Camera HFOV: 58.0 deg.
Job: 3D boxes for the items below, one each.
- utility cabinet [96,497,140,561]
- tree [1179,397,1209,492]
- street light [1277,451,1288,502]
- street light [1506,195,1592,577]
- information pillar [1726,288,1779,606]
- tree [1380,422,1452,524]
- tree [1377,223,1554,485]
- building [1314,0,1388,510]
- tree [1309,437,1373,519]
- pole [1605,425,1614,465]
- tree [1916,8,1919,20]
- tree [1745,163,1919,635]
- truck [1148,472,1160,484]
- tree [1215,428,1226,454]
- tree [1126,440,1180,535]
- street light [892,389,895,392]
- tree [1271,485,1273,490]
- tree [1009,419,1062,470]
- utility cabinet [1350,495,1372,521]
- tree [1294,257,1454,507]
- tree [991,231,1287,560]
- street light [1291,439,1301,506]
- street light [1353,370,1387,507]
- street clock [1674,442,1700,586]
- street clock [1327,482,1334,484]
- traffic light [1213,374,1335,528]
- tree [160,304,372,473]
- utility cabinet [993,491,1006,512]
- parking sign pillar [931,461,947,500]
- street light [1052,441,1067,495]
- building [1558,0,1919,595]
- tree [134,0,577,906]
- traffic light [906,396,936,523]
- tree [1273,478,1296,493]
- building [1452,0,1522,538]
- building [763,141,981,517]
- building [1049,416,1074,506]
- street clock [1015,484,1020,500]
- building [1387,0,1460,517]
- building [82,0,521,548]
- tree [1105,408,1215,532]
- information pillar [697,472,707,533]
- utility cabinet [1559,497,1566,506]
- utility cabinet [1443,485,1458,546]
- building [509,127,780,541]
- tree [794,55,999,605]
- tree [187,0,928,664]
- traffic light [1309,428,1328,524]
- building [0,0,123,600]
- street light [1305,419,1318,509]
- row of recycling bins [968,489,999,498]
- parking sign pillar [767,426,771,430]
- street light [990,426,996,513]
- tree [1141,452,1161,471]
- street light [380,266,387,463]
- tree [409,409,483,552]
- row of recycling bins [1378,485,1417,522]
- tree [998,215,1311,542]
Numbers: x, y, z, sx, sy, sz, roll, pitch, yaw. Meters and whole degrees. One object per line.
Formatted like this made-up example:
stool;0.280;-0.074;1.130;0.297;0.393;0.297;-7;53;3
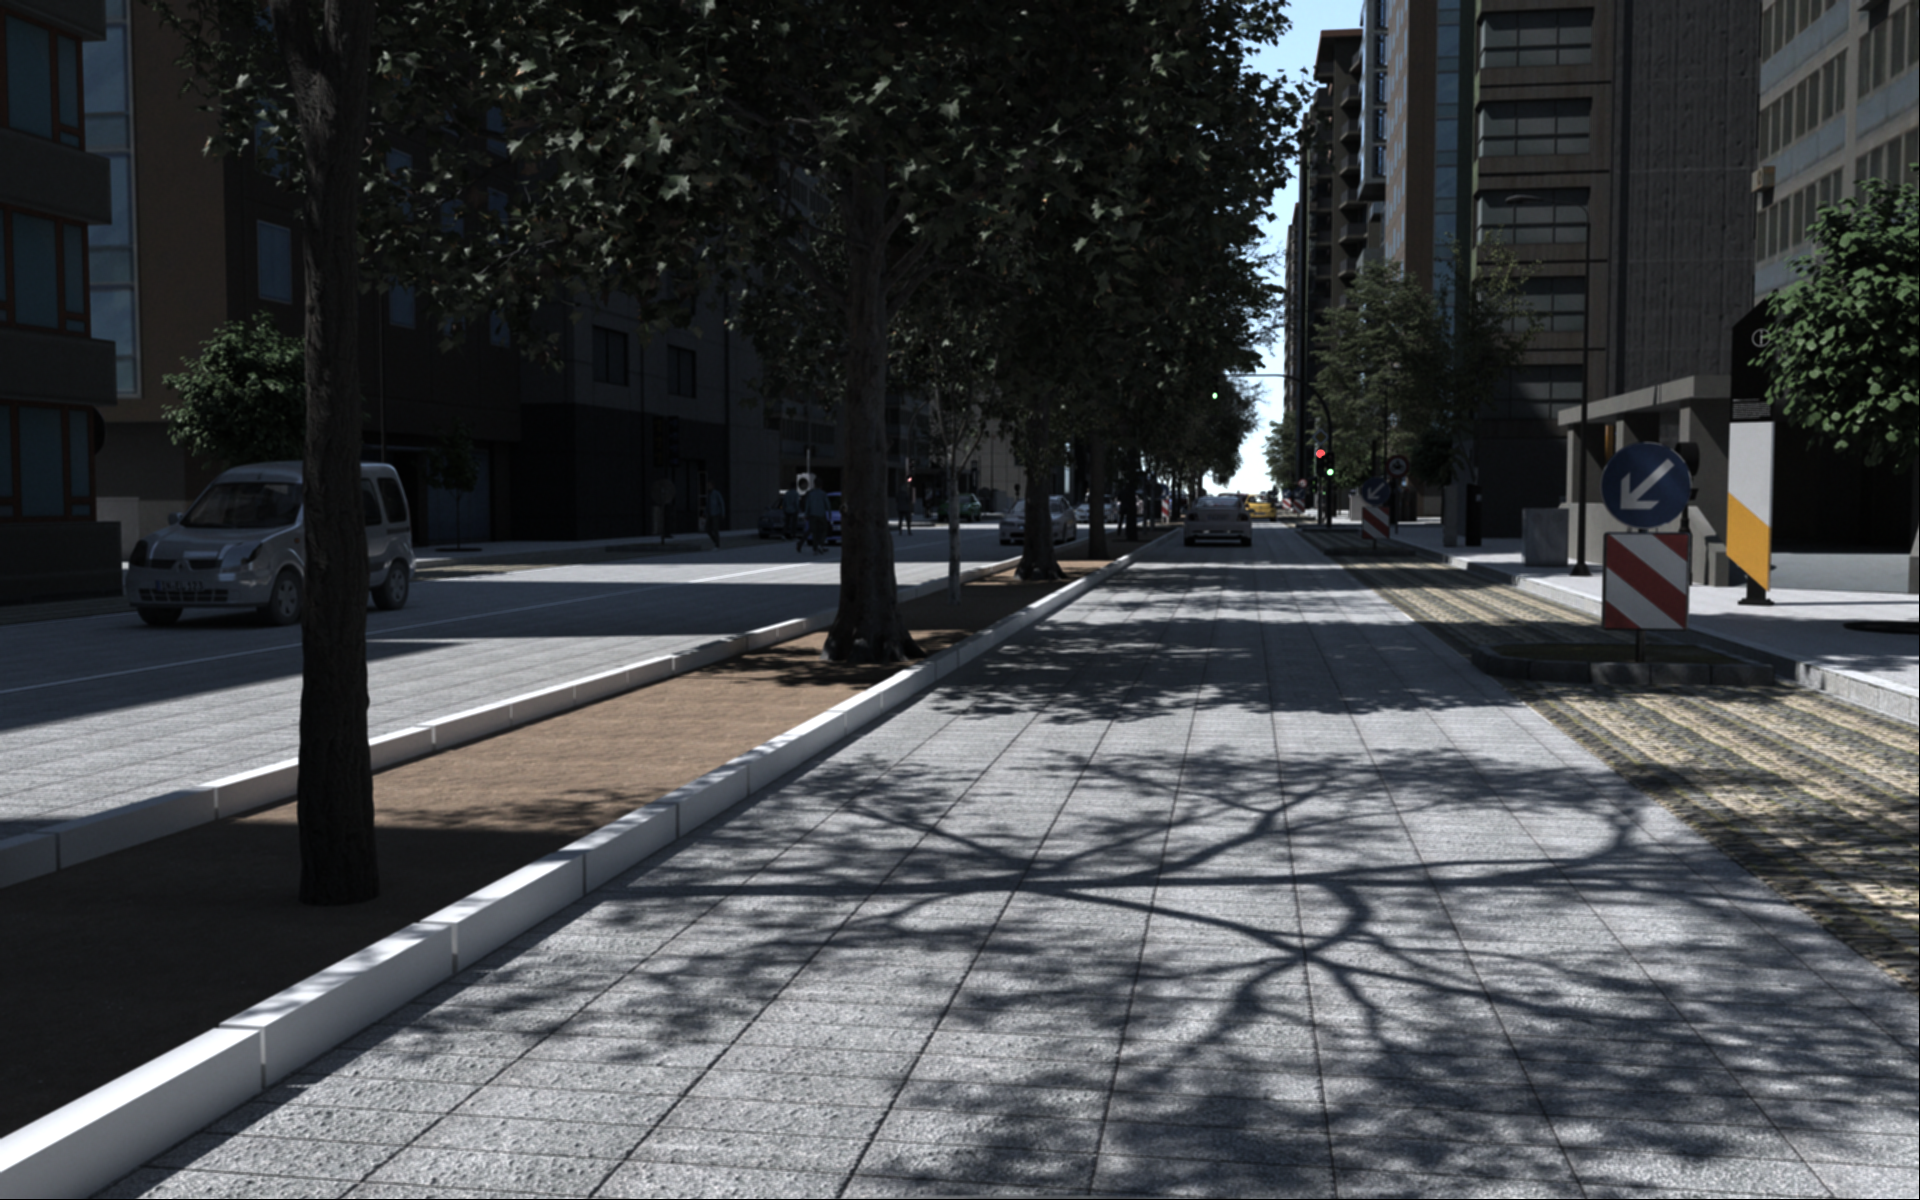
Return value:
utility cabinet;-16.166;-1.335;32.986;0.306;1.237;1.020;2;4;28
tree;6.443;-6.557;60.031;4.360;8.622;3.978;0;3;0
street light;34.898;-12.978;184.732;1.470;5.913;1.316;1;4;9
street light;9.188;-3.333;27.037;1.470;5.913;1.316;1;4;9
information pillar;9.140;-1.750;19.965;0.504;3.616;0.183;3;5;43
tree;20.738;-5.536;74.219;4.285;4.588;4.351;0;3;0
tree;13.767;-5.909;46.970;4.737;8.622;4.395;0;3;0
building;38.739;-49.876;128.144;22.319;86.520;31.000;1;4;9
tree;21.002;-6.559;90.959;4.285;4.588;4.351;0;3;0
pole;16.865;-3.132;45.051;0.158;3.312;0.155;0;3;0
tree;6.652;-3.520;7.908;4.360;8.622;3.978;0;3;0
tree;9.133;-1.984;16.156;4.285;4.588;4.351;0;3;0
truck;23.088;-13.460;209.829;2.967;4.110;18.799;1;4;9
tree;16.023;-10.057;117.255;4.737;8.622;4.395;0;3;0
tree;3.307;-5.529;43.221;4.360;8.622;3.978;0;3;0
street light;-3.564;-6.372;76.724;1.470;5.913;1.316;1;4;9
tree;53.397;-18.316;294.064;1.663;3.219;1.824;0;3;0
tree;6.807;-11.920;145.250;4.737;8.622;4.395;0;3;0
utility cabinet;19.214;-4.391;82.948;1.020;1.237;0.306;0;4;2
tree;20.524;-10.097;83.219;7.486;12.596;7.792;0;3;0
tree;3.045;-7.123;37.053;7.486;12.596;7.792;0;3;0
street light;28.772;-10.659;146.819;1.470;5.913;1.316;1;4;9
street light;15.440;-5.661;65.103;1.470;5.913;1.316;1;4;9
street clock;10.150;-1.203;24.247;0.358;2.002;0.471;0;4;8
street clock;21.535;-5.878;100.668;0.471;2.002;0.358;-3;5;-41
traffic light;11.858;-5.564;65.633;4.771;5.953;1.251;1;4;9
tree;-11.952;-2.832;30.022;4.285;4.588;4.351;0;3;0
utility cabinet;2.793;-6.971;122.657;0.318;1.500;1.173;3;4;37
parking sign pillar;-1.479;-9.487;143.583;1.447;3.967;1.447;2;4;31
street light;8.659;-10.969;151.876;1.470;5.913;1.316;1;4;9
building;27.447;-20.493;26.943;32.217;40.220;23.993;1;4;9
tree;-2.272;-4.195;5.456;8.767;10.594;7.601;1;4;9
traffic light;-0.128;-6.188;75.840;4.771;5.953;1.251;1;4;9
tree;41.067;-13.716;218.853;1.663;3.219;1.824;0;3;0
building;22.983;-22.715;54.986;14.154;41.232;14.086;1;4;9
building;-15.286;-26.330;122.372;32.217;40.220;23.993;1;4;9
building;1.848;-53.488;187.201;22.319;86.520;31.000;1;4;9
street clock;4.198;-7.468;126.678;0.358;2.002;0.471;2;4;30
building;32.151;-27.487;99.528;14.600;45.320;14.200;1;4;9
building;-19.806;-23.872;40.425;14.600;45.320;14.200;1;4;9
tree;7.230;-6.880;65.307;4.737;8.622;4.395;0;3;0
information pillar;-8.424;-3.187;56.597;0.304;2.012;0.304;-1;4;-15
utility cabinet;15.296;-1.937;42.824;1.020;1.237;0.306;-2;4;-25
utility cabinet;12.039;-2.073;42.567;0.318;1.500;1.173;1;4;14
building;-18.786;-37.814;56.513;20.611;71.187;20.563;1;4;9
tree;-0.095;-4.217;21.772;4.360;8.622;3.978;0;3;0
tree;-0.820;-5.819;14.600;9.611;12.733;9.660;0;3;0
traffic light;15.226;-5.162;73.318;0.839;4.253;0.868;1;4;9
building;-27.707;-10.187;11.605;27.650;21.520;28.899;1;4;9
street light;22.352;-8.274;107.816;1.470;5.913;1.316;1;4;9
row of recycling bins;1.623;-7.909;136.424;3.534;1.692;1.069;-3;4;-36
parking sign pillar;-7.841;-4.892;68.451;1.447;3.967;1.447;1;4;12
street light;2.660;-8.713;115.004;1.470;5.913;1.316;1;4;9
tree;32.978;-23.363;307.734;9.928;11.665;9.643;0;3;0
street light;-10.626;-3.724;33.428;1.470;5.913;1.316;1;4;9
tree;-11.273;-2.721;39.088;1.663;3.219;1.824;0;3;0
row of recycling bins;20.260;-4.479;80.351;1.069;1.692;3.534;2;4;34
tree;5.160;-8.495;51.713;12.009;13.543;11.850;0;3;0
